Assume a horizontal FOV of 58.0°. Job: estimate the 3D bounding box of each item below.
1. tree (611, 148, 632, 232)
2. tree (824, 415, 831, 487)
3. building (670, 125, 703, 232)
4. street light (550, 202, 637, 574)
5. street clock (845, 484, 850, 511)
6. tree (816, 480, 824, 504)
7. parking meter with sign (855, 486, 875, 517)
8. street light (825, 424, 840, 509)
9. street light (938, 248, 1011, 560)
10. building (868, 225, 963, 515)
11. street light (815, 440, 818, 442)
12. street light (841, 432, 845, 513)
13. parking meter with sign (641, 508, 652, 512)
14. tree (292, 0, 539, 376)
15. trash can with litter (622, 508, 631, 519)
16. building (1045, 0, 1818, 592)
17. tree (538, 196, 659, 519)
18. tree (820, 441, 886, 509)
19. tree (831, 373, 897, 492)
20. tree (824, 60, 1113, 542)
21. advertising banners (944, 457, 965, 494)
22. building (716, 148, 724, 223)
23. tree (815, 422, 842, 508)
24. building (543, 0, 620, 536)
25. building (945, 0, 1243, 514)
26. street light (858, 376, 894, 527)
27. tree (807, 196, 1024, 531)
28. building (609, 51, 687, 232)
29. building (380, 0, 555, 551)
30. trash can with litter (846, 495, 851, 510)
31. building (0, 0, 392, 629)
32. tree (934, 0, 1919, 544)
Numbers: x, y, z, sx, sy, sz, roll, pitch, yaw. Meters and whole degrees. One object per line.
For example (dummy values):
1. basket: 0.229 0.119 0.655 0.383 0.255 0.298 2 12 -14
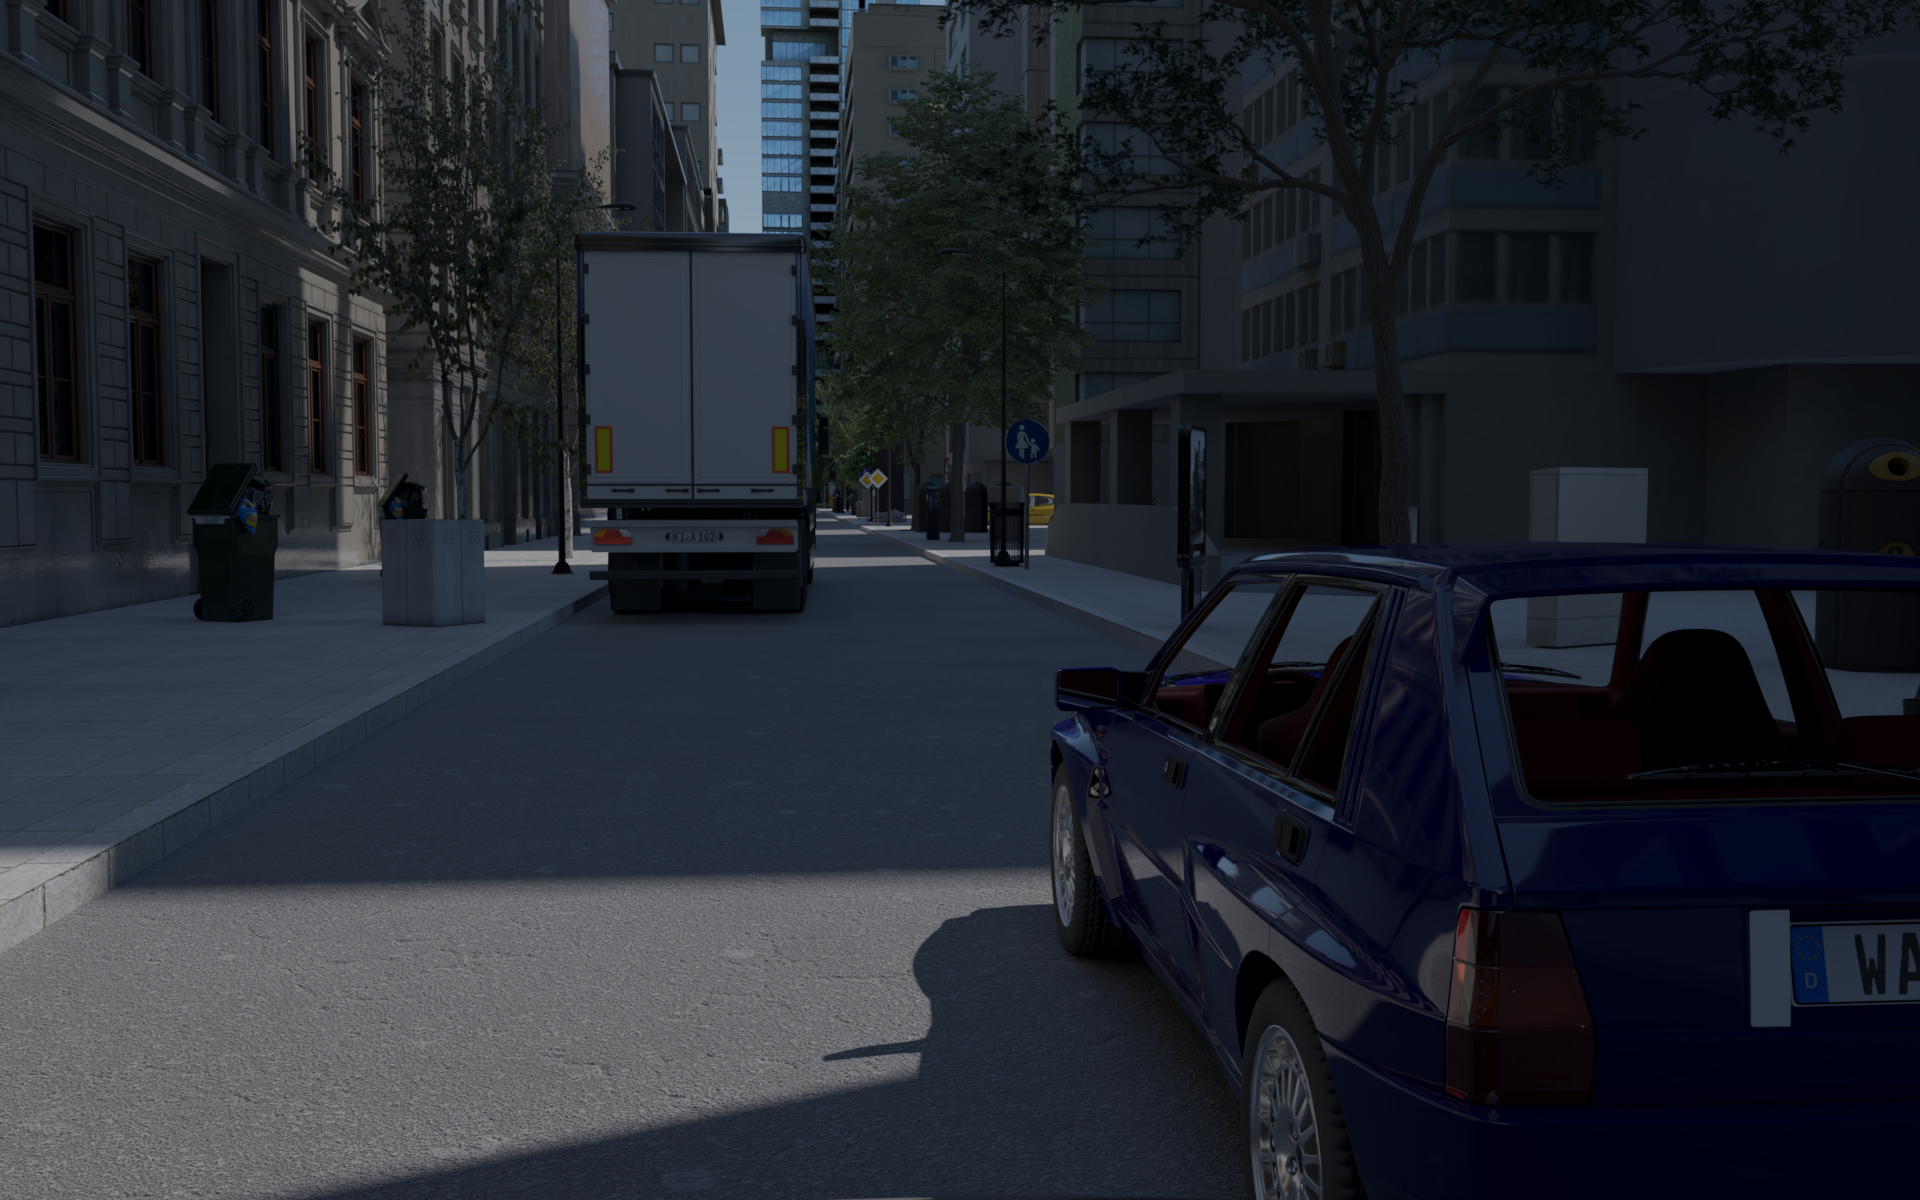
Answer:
1. tree: -7.756 -5.113 33.960 4.360 8.622 3.978 0 3 0
2. tree: -6.595 -9.711 109.131 4.737 8.622 4.395 0 3 0
3. building: -25.065 -19.831 117.741 14.314 27.812 24.014 0 4 -6
4. street light: -5.849 -3.373 27.688 1.470 5.913 1.316 0 4 -6
5. street clock: -8.302 -7.542 127.886 0.358 2.002 0.471 0 4 4
6. tree: -18.590 -14.275 227.993 1.663 3.219 1.824 0 3 0
7. parking meter with sign: -5.030 -6.097 95.951 1.738 3.016 0.543 3 4 36
8. street light: -8.327 -8.709 114.936 1.470 5.913 1.316 0 4 -6
9. street light: 0.290 -3.695 32.951 1.470 5.913 1.316 0 4 -6
10. building: 8.041 -17.014 123.221 27.650 21.520 28.899 0 4 -6
11. street light: -12.074 -10.855 150.014 1.470 5.913 1.316 0 4 -6
12. street light: -4.628 -6.561 79.811 1.470 5.913 1.316 0 4 -6
13. parking meter with sign: -9.800 -3.484 53.218 0.543 3.016 1.738 0 4 7
14. tree: -6.894 -4.490 23.766 4.360 8.622 3.978 0 3 0
15. trash can with litter: -10.153 -2.476 51.863 1.055 1.170 0.624 -1 4 -19
16. building: 18.530 -20.682 30.025 32.217 40.220 23.993 0 4 -6
17. tree: -8.448 -5.657 42.852 4.737 8.622 4.395 0 3 0
18. tree: -4.643 -6.592 91.494 4.285 4.588 4.351 0 3 0
19. tree: -5.113 -9.243 101.486 4.737 8.622 4.395 0 3 0
20. tree: 0.349 -7.821 46.006 7.486 12.596 7.792 0 3 0
21. advertising banners: -0.283 -5.246 81.954 0.090 3.025 2.074 -2 4 -27
22. building: -43.895 -36.043 208.904 30.456 49.044 23.786 0 4 -6
23. tree: -13.575 -13.380 169.132 4.360 8.622 3.978 0 3 0
24. building: -21.883 -16.596 57.250 20.117 28.700 13.634 0 4 -6
25. building: 6.828 -24.582 85.514 14.086 41.232 14.154 0 4 -6
26. street light: -3.335 -5.841 68.043 1.470 5.913 1.316 0 4 -6
27. tree: -1.598 -8.195 59.746 9.928 11.665 9.643 0 3 0
28. building: -22.223 -16.618 90.763 14.314 24.678 30.058 0 4 -6
29. building: -15.794 -11.773 41.644 9.793 20.994 18.267 0 4 -6
30. trash can with litter: -8.719 -7.789 138.734 0.624 1.170 1.055 -1 4 -21
31. building: -14.766 -11.357 21.843 11.583 22.565 21.152 0 4 -6
32. tree: 3.148 -4.762 12.265 8.767 10.594 7.601 0 4 -1
